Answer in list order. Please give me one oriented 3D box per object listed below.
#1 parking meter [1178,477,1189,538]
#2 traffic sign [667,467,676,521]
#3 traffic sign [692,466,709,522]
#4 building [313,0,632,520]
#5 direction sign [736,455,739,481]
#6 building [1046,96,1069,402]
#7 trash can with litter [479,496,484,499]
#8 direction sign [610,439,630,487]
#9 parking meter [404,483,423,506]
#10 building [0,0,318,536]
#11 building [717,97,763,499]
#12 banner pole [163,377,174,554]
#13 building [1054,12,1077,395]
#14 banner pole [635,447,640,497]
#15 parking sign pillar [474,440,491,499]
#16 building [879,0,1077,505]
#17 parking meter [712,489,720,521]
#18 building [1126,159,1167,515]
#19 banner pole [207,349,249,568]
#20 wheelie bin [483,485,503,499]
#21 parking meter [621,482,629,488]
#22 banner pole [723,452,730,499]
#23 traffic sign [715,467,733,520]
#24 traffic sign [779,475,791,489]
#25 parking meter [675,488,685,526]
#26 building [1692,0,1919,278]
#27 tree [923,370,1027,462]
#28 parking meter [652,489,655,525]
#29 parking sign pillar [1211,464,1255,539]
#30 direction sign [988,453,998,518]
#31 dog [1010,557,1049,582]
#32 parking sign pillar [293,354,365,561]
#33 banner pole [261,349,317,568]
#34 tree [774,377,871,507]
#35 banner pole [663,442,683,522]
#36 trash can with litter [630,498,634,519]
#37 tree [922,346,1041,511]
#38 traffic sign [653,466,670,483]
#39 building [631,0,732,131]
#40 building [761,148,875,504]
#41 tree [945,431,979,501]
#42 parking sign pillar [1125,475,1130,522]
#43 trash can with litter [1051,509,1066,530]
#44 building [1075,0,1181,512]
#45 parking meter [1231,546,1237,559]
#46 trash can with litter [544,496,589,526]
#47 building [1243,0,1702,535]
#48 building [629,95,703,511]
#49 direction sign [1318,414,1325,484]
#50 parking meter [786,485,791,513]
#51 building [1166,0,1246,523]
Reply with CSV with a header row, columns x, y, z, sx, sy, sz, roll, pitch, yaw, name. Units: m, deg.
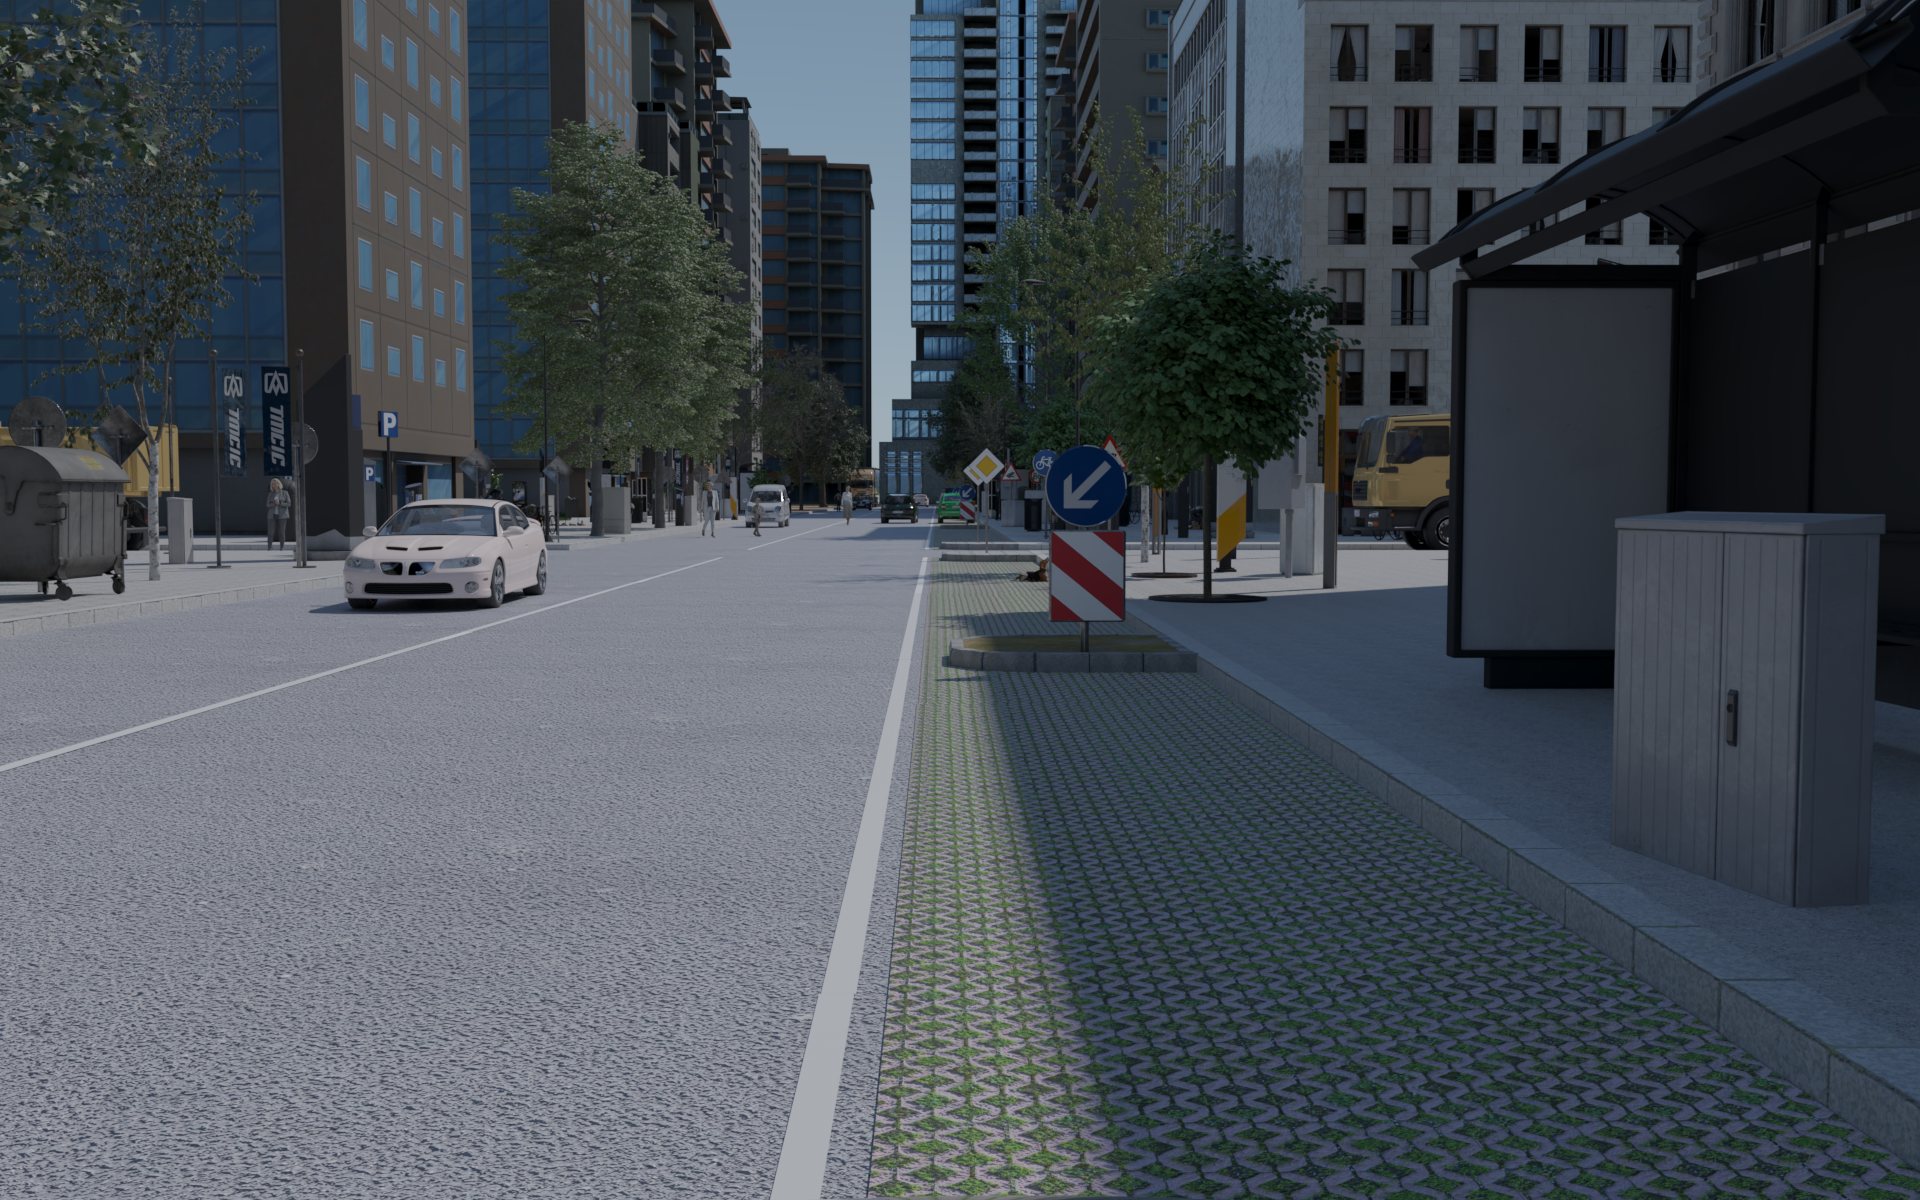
x,y,z,sx,sy,sz,roll,pitch,yaw,name
6.530,-2.746,50.603,0.255,1.863,0.399,1,4,19,parking meter
-13.506,-4.897,80.173,0.768,2.556,0.104,0,4,5,traffic sign
-11.722,-4.783,78.307,0.768,2.556,0.104,0,4,1,traffic sign
-26.953,-27.476,99.342,14.600,45.320,14.200,0,4,-1,building
-13.171,-6.684,101.280,0.379,3.537,0.876,2,4,26,direction sign
16.004,-30.464,181.687,14.154,41.232,14.086,0,4,-1,building
-19.255,-3.643,70.624,1.678,1.210,2.233,0,4,2,trash can with litter
-13.959,-4.845,71.212,0.876,3.537,0.379,-3,5,-40,direction sign
-11.943,-1.804,37.898,0.372,1.533,0.369,0,3,0,parking meter
-25.638,-24.996,58.792,14.600,45.320,14.200,0,4,-1,building
-27.961,-30.399,180.625,14.086,41.232,14.154,0,4,-1,building
-16.810,-2.869,36.921,0.401,3.779,0.863,-2,4,-25,banner pole
20.045,-30.801,158.214,22.147,44.769,28.867,0,4,-1,building
-15.085,-5.566,81.022,0.401,3.779,0.863,-2,4,-29,banner pole
-23.778,-5.985,86.325,1.447,3.967,1.447,0,4,2,parking sign pillar
5.411,-55.595,221.655,31.000,86.520,22.319,0,4,-1,building
-11.821,-4.618,83.918,0.372,1.533,0.369,0,3,0,parking meter
17.374,-17.401,103.592,14.460,24.649,34.723,0,4,-1,building
-12.810,-2.464,30.296,0.401,3.779,0.863,2,4,29,banner pole
-16.428,-3.245,60.962,0.693,1.594,0.980,-1,4,-20,wheelie bin
-16.161,-4.751,83.393,0.399,1.863,0.255,0,4,-4,parking meter
-14.075,-6.996,104.407,0.401,3.779,0.863,2,4,35,banner pole
-11.507,-5.157,84.315,0.884,2.594,0.081,0,4,2,traffic sign
-11.563,-6.994,114.465,0.768,2.556,0.104,0,4,1,traffic sign
-11.229,-3.728,69.371,0.372,1.533,0.369,0,3,0,parking meter
17.082,-11.632,19.055,11.050,23.489,19.941,0,4,-1,building
1.821,-14.936,154.577,12.009,13.543,11.850,0,3,0,tree
-12.808,-3.950,73.000,0.372,1.533,0.369,0,3,0,parking meter
7.869,-3.787,50.397,1.447,3.967,1.447,3,5,41,parking sign pillar
1.630,-6.266,94.449,0.876,3.537,0.379,0,4,4,direction sign
1.209,-0.491,28.225,0.550,0.427,0.748,-3,5,-40,dog
-12.298,-2.774,33.819,1.447,3.967,1.447,2,4,24,parking sign pillar
-11.603,-2.439,29.897,0.863,3.779,0.401,-2,4,-28,banner pole
-13.454,-15.423,169.174,9.611,12.733,9.660,0,3,0,tree
-13.529,-5.649,82.371,0.863,3.779,0.401,2,4,28,banner pole
-11.873,-2.981,60.122,1.055,1.170,0.624,-2,4,-26,trash can with litter
1.640,-13.124,131.582,9.611,12.733,9.660,0,3,0,tree
-13.265,-4.707,77.062,0.768,2.556,0.104,0,4,4,traffic sign
-31.553,-30.275,149.625,22.147,44.769,28.867,0,4,-1,building
-25.569,-34.702,222.005,28.867,44.769,22.147,0,4,-1,building
1.543,-16.472,187.439,7.486,12.596,7.792,0,3,0,tree
7.454,-5.814,83.528,1.447,3.967,1.447,3,4,37,parking sign pillar
3.523,-2.797,57.112,1.055,1.170,0.624,1,4,18,trash can with litter
20.326,-31.119,132.497,21.300,48.544,21.600,0,4,-1,building
5.291,-1.582,34.276,0.372,1.533,0.369,0,3,0,parking meter
-16.097,-3.609,70.058,2.233,1.210,1.678,0,4,-8,trash can with litter
18.934,-12.484,58.860,16.860,20.320,10.420,0,4,-1,building
-27.092,-21.780,127.809,14.160,30.474,14.107,0,4,-1,building
10.390,-3.519,49.528,0.379,3.537,0.876,2,4,32,direction sign
-11.411,-6.681,114.945,0.255,1.863,0.399,3,5,44,parking meter
16.402,-15.797,76.297,12.078,24.808,19.932,0,4,-1,building
